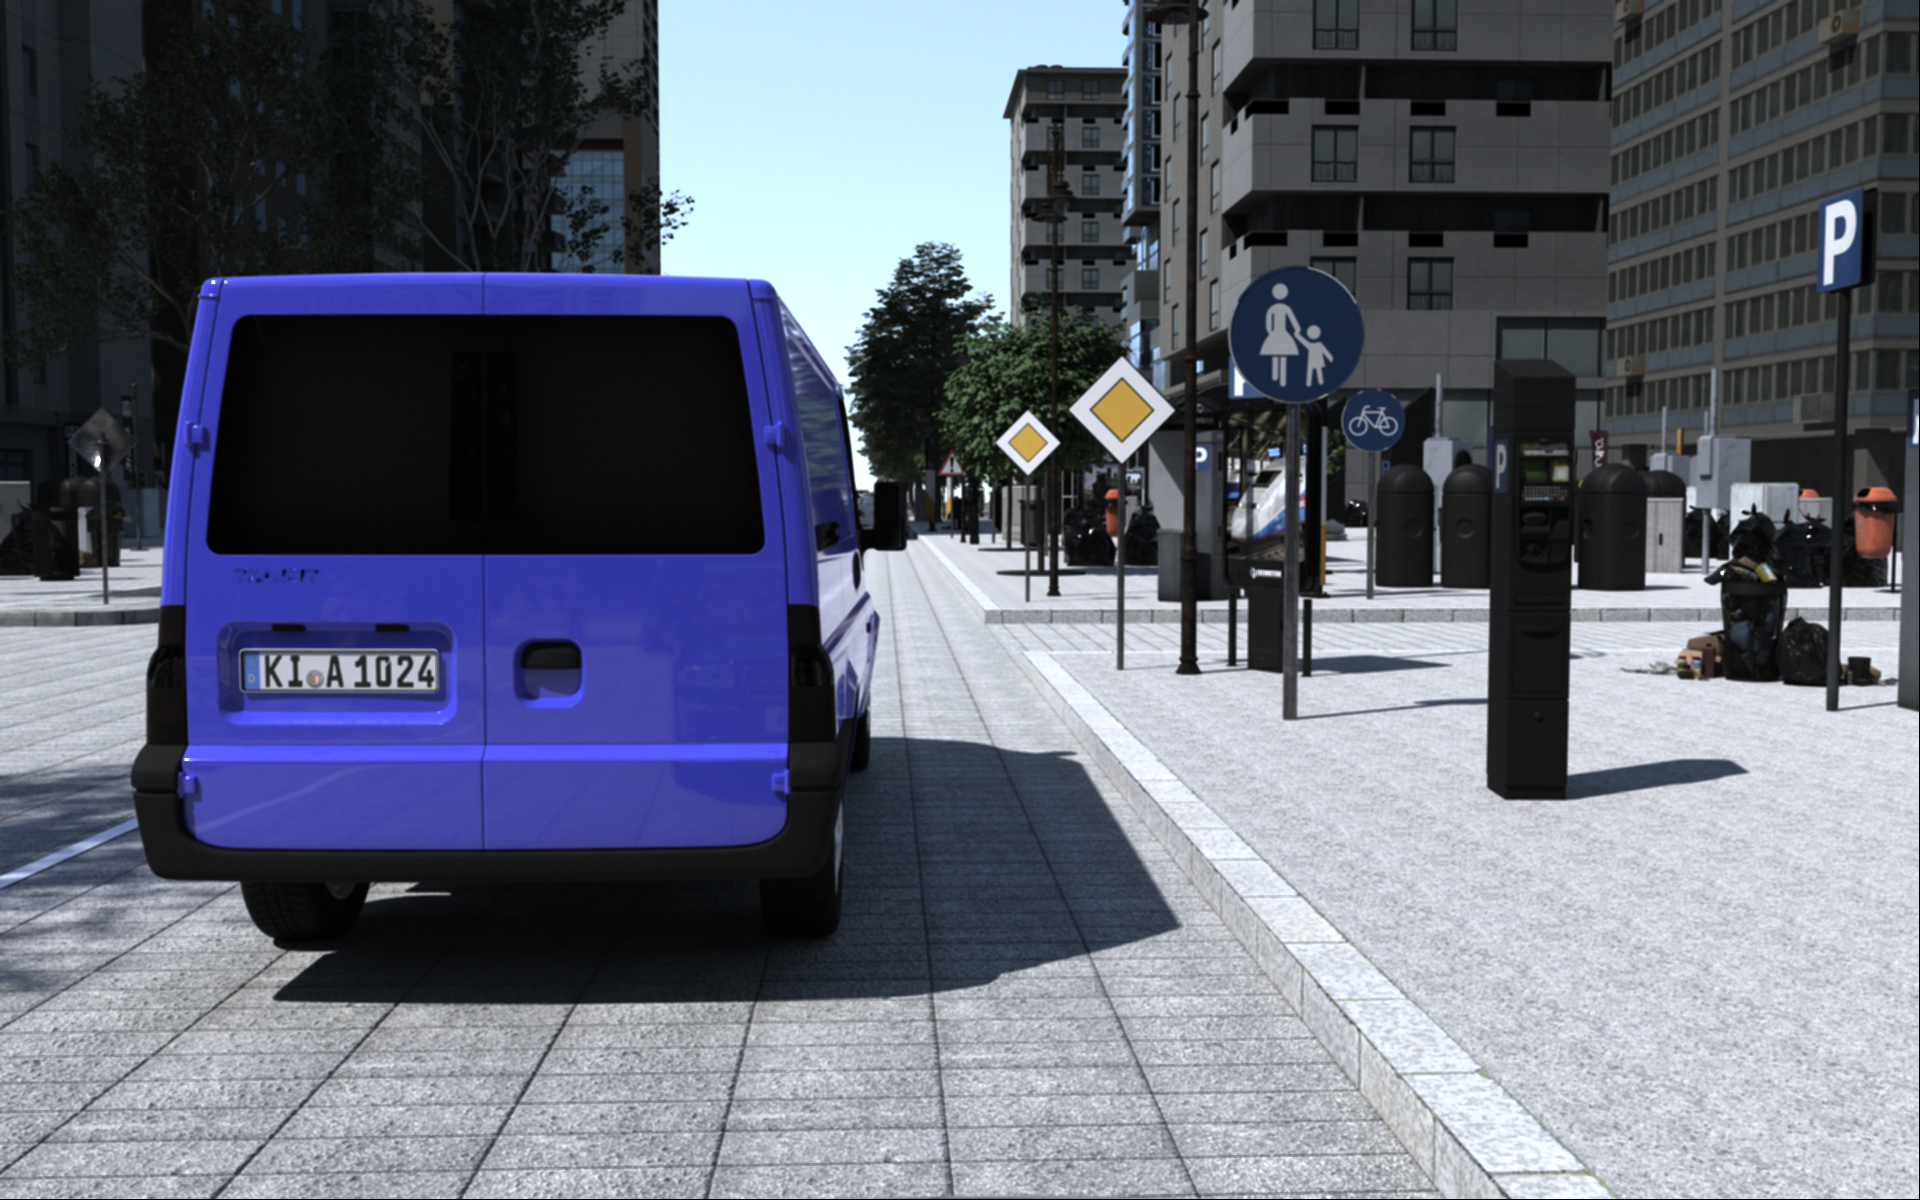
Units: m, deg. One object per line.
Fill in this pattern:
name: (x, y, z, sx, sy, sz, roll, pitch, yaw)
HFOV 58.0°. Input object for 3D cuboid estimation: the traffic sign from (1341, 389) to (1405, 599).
traffic sign: (5.005, -1.282, 21.061, 0.768, 2.556, 0.104, 0, 4, 2)

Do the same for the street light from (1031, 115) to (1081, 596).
street light: (1.184, -2.989, 21.665, 0.468, 5.910, 1.993, 0, 4, -3)

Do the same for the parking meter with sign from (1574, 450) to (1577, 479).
parking meter with sign: (23.276, -4.389, 68.025, 1.738, 3.016, 0.543, 1, 4, 17)

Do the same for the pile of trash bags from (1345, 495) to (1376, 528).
pile of trash bags: (14.510, -3.474, 66.550, 1.912, 1.369, 3.447, 3, 5, 42)

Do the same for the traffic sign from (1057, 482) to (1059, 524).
traffic sign: (2.061, -2.249, 36.770, 0.884, 2.594, 0.081, 0, 4, 4)

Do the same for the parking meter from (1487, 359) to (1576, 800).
parking meter: (2.418, -0.100, 7.346, 0.255, 1.863, 0.399, 0, 4, 3)

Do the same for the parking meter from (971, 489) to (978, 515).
parking meter: (0.789, -5.148, 92.585, 0.372, 1.533, 0.369, 0, 3, 0)

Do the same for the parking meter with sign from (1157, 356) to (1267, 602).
parking meter with sign: (3.072, -1.521, 21.137, 0.543, 3.016, 1.738, 3, 5, 41)

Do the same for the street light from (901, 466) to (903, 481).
street light: (-5.679, -12.148, 171.412, 0.468, 5.910, 1.993, 0, 4, -3)

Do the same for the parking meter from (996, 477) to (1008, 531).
parking meter: (1.478, -3.364, 60.714, 0.399, 1.863, 0.255, 0, 4, 4)

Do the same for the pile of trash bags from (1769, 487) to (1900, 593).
pile of trash bags: (11.928, -0.862, 23.847, 1.912, 1.369, 3.447, 0, 4, 2)

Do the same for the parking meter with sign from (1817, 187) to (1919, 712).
parking meter with sign: (5.988, -0.848, 10.130, 1.738, 3.016, 0.543, 0, 4, 2)

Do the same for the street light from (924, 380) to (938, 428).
street light: (-1.120, -5.956, 70.162, 0.468, 5.910, 1.993, 0, 4, -3)

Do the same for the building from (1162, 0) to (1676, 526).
building: (24.982, -30.158, 82.325, 28.713, 52.752, 27.495, 0, 4, -3)

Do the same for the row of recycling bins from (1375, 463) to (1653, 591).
row of recycling bins: (7.462, -1.008, 23.599, 3.534, 1.692, 1.069, 1, 4, 18)

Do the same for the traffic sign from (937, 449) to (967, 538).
traffic sign: (-0.232, -3.072, 50.230, 0.884, 2.594, 0.081, 0, 4, 2)

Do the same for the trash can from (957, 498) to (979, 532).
trash can: (0.264, -2.899, 59.051, 0.748, 1.137, 0.748, 0, 3, 0)

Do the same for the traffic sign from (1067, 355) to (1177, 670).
traffic sign: (1.167, -0.547, 12.579, 0.795, 2.450, 0.064, 0, 4, -3)

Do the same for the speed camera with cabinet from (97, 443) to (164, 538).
speed camera with cabinet: (-24.599, -3.478, 51.193, 2.038, 3.252, 0.660, 2, 4, 27)

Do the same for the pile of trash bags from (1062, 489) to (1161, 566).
pile of trash bags: (2.863, -1.375, 32.241, 1.912, 1.369, 3.447, 0, 4, 5)

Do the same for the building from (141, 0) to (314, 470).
building: (-37.308, -25.955, 74.477, 14.600, 45.320, 14.200, 0, 4, -3)

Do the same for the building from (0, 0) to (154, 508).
building: (-38.203, -30.755, 44.851, 21.231, 58.520, 28.212, 0, 4, -3)

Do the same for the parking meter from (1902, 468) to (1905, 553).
parking meter: (18.310, -1.681, 33.201, 0.399, 1.863, 0.255, 2, 4, 32)

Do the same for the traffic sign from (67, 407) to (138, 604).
traffic sign: (-9.931, -1.006, 20.087, 0.795, 2.450, 0.064, 0, 4, -3)

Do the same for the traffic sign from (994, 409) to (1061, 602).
traffic sign: (0.803, -1.034, 20.556, 0.795, 2.450, 0.064, 0, 4, -3)

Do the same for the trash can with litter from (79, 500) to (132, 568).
trash can with litter: (-15.067, -1.156, 30.291, 0.624, 1.170, 1.055, 1, 4, 11)

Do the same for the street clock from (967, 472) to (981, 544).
street clock: (0.372, -2.429, 44.285, 0.358, 2.002, 0.471, 1, 4, 21)

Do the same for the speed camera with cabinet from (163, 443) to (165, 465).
speed camera with cabinet: (-31.453, -4.471, 67.433, 2.038, 3.252, 0.660, 3, 5, 45)

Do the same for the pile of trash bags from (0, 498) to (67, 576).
pile of trash bags: (-15.274, -1.062, 27.112, 1.912, 1.369, 3.447, -1, 4, -10)

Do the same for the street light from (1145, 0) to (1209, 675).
street light: (1.633, -2.410, 12.199, 0.468, 5.910, 1.993, 0, 4, -3)

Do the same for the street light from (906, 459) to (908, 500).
street light: (-3.346, -9.122, 121.940, 0.468, 5.910, 1.993, 0, 4, -3)

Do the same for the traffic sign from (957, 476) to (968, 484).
traffic sign: (0.231, -5.208, 85.256, 0.768, 2.556, 0.104, 0, 4, 2)

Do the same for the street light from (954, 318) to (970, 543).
street light: (0.086, -4.462, 45.747, 0.468, 5.910, 1.993, 0, 4, -3)

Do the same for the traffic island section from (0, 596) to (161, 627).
traffic island section: (-9.955, 0.130, 20.148, 2.009, 0.180, 2.903, 0, 4, -3)

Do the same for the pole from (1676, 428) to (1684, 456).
pole: (22.312, -3.663, 53.737, 0.158, 3.312, 0.155, 0, 3, 0)

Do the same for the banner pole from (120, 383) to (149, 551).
banner pole: (-18.626, -2.994, 38.962, 0.401, 3.779, 0.863, 0, 4, 1)

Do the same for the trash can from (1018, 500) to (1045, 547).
trash can: (1.777, -1.859, 42.045, 0.748, 1.137, 0.748, 0, 3, 0)

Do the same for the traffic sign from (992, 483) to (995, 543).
traffic sign: (0.878, -2.752, 45.108, 0.768, 2.556, 0.104, 0, 4, 7)

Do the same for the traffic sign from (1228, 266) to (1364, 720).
traffic sign: (1.878, -0.592, 9.783, 0.768, 2.556, 0.104, 0, 4, -2)

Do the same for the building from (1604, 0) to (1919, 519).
building: (34.659, -21.933, 50.488, 23.993, 40.220, 32.217, 0, 4, -3)

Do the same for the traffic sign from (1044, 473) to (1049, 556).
traffic sign: (1.786, -2.178, 35.723, 0.768, 2.556, 0.104, 0, 4, 1)

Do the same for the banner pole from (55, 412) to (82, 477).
banner pole: (-27.247, -3.845, 52.888, 0.863, 3.779, 0.401, -1, 4, -17)

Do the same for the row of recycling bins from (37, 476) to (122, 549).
row of recycling bins: (-21.075, -2.093, 41.332, 3.534, 1.692, 1.069, 3, 5, 44)

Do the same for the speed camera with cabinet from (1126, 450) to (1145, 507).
speed camera with cabinet: (6.066, -4.227, 63.452, 0.660, 3.252, 2.038, 2, 4, 28)

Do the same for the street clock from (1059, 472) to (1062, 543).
street clock: (2.742, -2.475, 45.044, 0.471, 2.002, 0.358, 0, 4, 8)

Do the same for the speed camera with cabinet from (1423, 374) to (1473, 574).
speed camera with cabinet: (7.518, -2.055, 27.932, 2.038, 3.252, 0.660, -3, 5, -44)

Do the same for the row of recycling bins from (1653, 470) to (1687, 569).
row of recycling bins: (12.025, -1.468, 31.109, 1.069, 1.692, 3.534, 0, 4, 0)

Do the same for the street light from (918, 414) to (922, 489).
street light: (-2.085, -7.429, 94.250, 0.468, 5.910, 1.993, 0, 4, -3)

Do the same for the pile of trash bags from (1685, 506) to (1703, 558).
pile of trash bags: (15.594, -1.478, 33.913, 1.912, 1.369, 3.447, -1, 4, -11)

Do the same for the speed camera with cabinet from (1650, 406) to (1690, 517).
speed camera with cabinet: (16.345, -2.708, 38.613, 0.660, 3.252, 2.038, -1, 4, -22)

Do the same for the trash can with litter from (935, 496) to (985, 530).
trash can with litter: (-0.132, -3.161, 62.739, 1.678, 1.210, 2.233, -1, 4, -15)

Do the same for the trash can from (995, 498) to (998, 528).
trash can: (1.580, -3.347, 66.385, 0.748, 1.137, 0.748, 0, 3, 0)

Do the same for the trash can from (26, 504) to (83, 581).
trash can: (-13.422, -0.860, 25.714, 0.748, 1.137, 0.748, 0, 3, 0)

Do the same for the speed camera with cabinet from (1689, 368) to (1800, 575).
speed camera with cabinet: (12.102, -1.976, 26.640, 0.660, 3.252, 2.038, 0, 4, -5)
